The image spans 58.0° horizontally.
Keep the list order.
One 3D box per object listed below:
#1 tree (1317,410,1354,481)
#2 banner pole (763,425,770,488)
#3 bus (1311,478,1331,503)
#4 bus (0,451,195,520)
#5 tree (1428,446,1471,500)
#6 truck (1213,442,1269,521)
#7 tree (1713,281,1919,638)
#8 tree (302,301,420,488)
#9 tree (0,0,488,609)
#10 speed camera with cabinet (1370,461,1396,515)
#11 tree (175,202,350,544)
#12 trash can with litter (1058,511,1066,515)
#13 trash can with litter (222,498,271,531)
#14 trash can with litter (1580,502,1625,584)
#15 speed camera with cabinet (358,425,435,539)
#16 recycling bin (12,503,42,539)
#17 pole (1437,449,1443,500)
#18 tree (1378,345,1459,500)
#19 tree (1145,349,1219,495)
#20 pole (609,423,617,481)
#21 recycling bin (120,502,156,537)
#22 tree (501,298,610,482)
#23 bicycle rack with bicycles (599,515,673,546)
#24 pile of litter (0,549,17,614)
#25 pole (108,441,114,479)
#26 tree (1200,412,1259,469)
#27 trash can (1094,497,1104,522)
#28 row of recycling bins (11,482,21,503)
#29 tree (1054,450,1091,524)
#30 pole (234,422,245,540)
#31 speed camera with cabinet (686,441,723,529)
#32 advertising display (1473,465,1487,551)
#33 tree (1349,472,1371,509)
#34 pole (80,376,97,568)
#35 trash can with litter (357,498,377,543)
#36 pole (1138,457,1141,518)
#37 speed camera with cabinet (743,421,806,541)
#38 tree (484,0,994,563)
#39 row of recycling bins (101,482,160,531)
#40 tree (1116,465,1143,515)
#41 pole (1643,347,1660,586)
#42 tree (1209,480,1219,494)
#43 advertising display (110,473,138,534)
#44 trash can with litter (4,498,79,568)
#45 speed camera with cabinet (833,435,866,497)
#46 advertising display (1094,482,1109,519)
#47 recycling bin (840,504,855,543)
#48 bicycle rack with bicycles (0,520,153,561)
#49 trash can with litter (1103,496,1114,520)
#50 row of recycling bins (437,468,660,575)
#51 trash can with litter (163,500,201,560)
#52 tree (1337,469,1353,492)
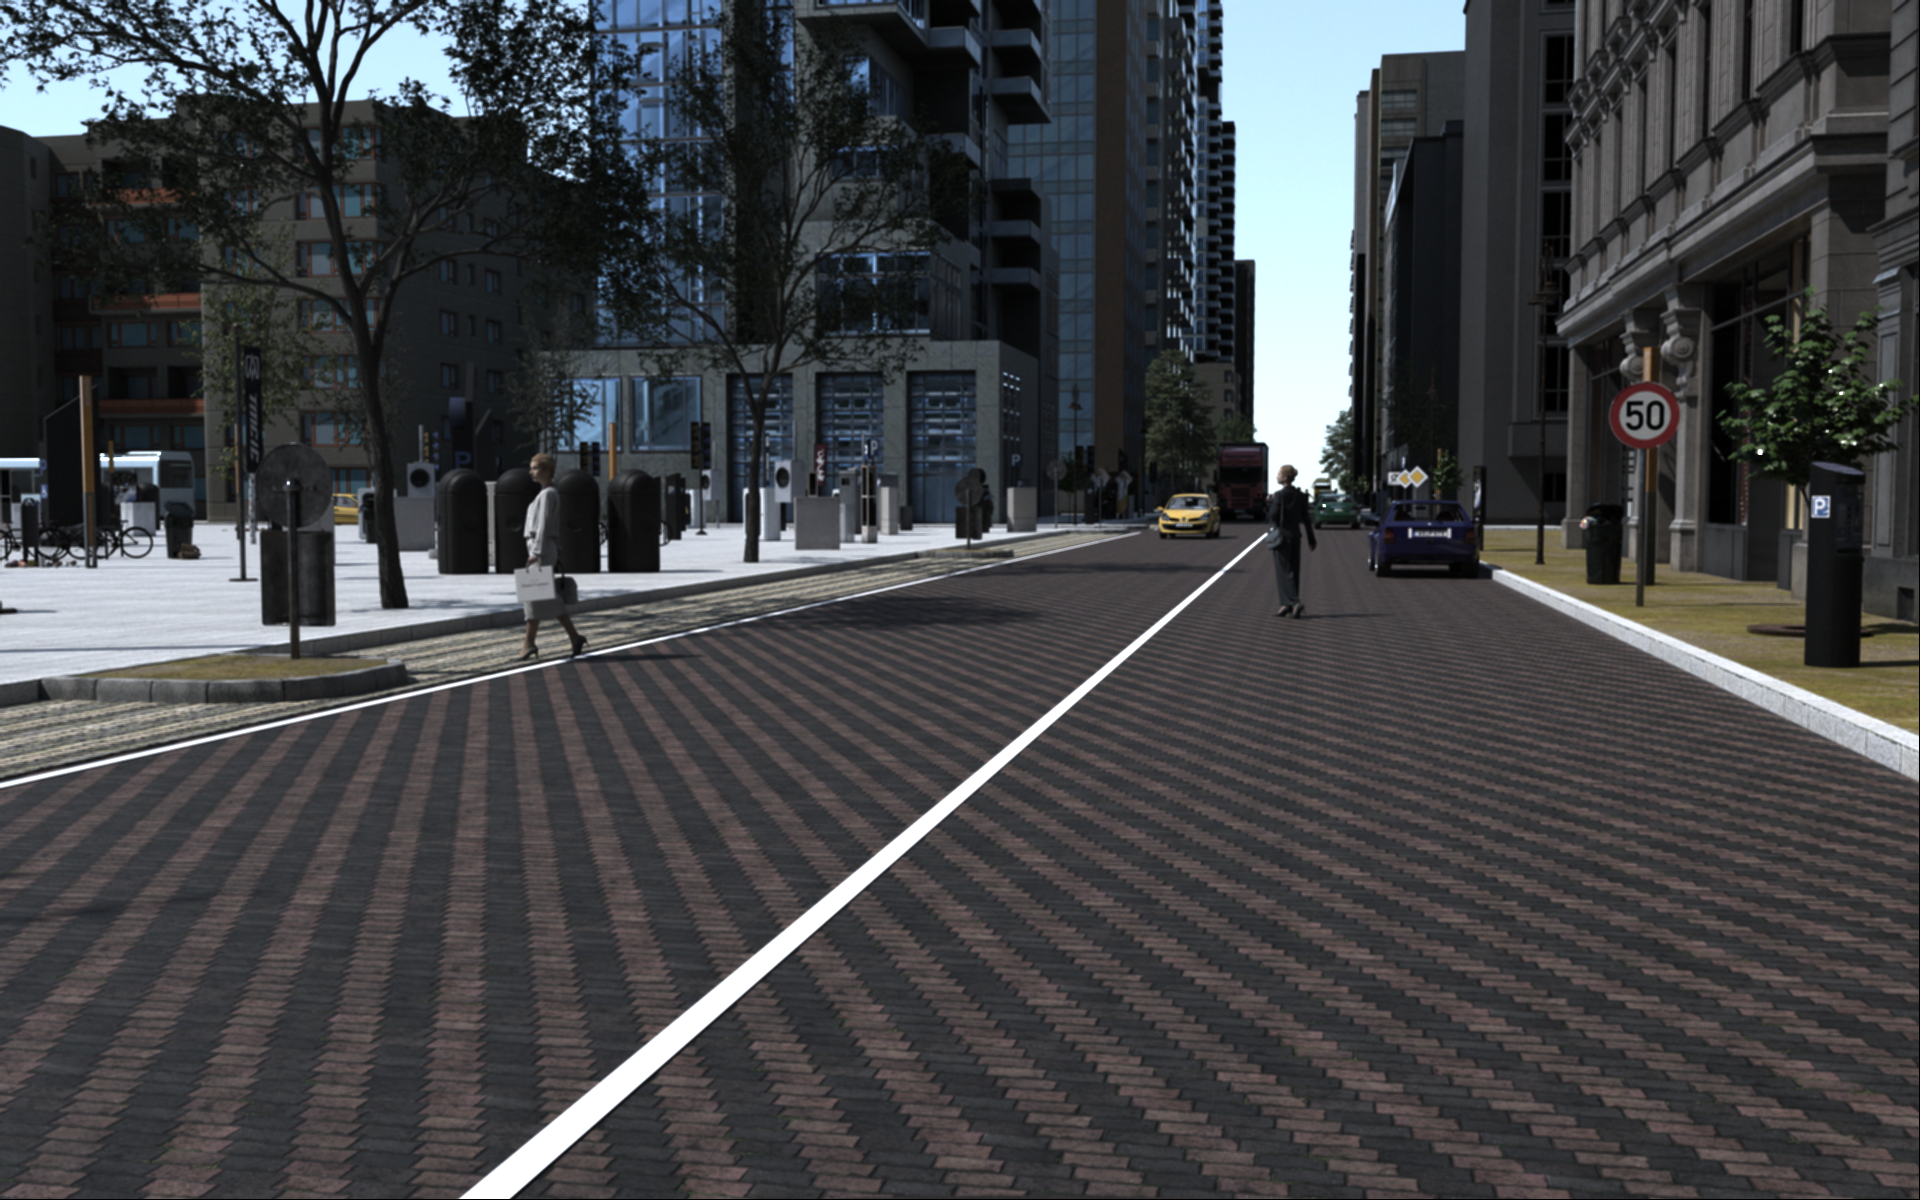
[{"bbox_3d":[52.028,-19.260,233.019,7.486,12.596,7.792,0,3,0],"label":"tree"},{"bbox_3d":[-7.008,-4.445,62.693,0.401,3.779,0.863,-2,4,-24],"label":"banner pole"},{"bbox_3d":[55.790,-16.860,267.205,2.896,3.916,12.252,1,4,10],"label":"bus"},{"bbox_3d":[-40.468,-4.983,76.329,13.247,3.499,2.948,1,4,11],"label":"bus"},{"bbox_3d":[19.359,-4.520,68.507,1.663,3.219,1.824,0,3,0],"label":"tree"},{"bbox_3d":[15.738,-6.555,96.088,2.839,4.237,11.283,1,4,11],"label":"truck"},{"bbox_3d":[7.796,-1.306,15.955,1.663,3.219,1.824,0,3,0],"label":"tree"},{"bbox_3d":[-22.310,-7.032,65.333,4.360,8.622,3.978,0,3,0],"label":"tree"},{"bbox_3d":[-6.651,-5.196,19.371,7.601,10.594,8.767,2,4,30],"label":"tree"},{"bbox_3d":[25.573,-6.751,104.720,0.660,3.252,2.038,-1,4,-16],"label":"speed camera with cabinet"},{"bbox_3d":[-18.119,-5.757,44.481,4.737,8.622,4.395,0,3,0],"label":"tree"},{"bbox_3d":[5.408,-5.853,106.761,2.233,1.210,1.678,2,4,32],"label":"trash can with litter"},{"bbox_3d":[-24.490,-3.000,60.112,2.233,1.210,1.678,1,4,14],"label":"trash can with litter"},{"bbox_3d":[9.159,-0.823,24.843,0.624,1.170,1.055,1,4,13],"label":"trash can with litter"},{"bbox_3d":[-16.077,-3.368,49.402,2.038,3.252,0.660,-1,4,-8],"label":"speed camera with cabinet"},{"bbox_3d":[-26.465,-2.250,49.341,0.722,1.027,0.722,0,4,2],"label":"recycling bin"},{"bbox_3d":[21.566,-5.137,77.835,0.158,3.312,0.155,0,3,0],"label":"pole"},{"bbox_3d":[22.946,-8.333,86.600,4.737,8.622,4.395,0,3,0],"label":"tree"},{"bbox_3d":[16.372,-13.318,135.877,7.486,12.596,7.792,0,3,0],"label":"tree"},{"bbox_3d":[-9.963,-3.421,49.770,0.158,3.312,0.155,0,3,0],"label":"pole"},{"bbox_3d":[-24.782,-2.427,52.235,0.722,1.027,0.722,2,4,34],"label":"recycling bin"},{"bbox_3d":[-14.963,-6.916,63.433,4.360,8.622,3.978,0,3,0],"label":"tree"},{"bbox_3d":[-8.455,-1.818,43.101,2.925,0.926,2.852,1,4,18],"label":"bicycle rack with bicycles"},{"bbox_3d":[-10.758,-0.279,18.527,1.176,0.858,1.719,-2,4,-26],"label":"pile of litter"},{"bbox_3d":[-32.554,-4.443,66.490,0.158,3.312,0.155,0,3,0],"label":"pole"},{"bbox_3d":[34.466,-17.957,219.347,9.928,11.665,9.643,0,3,0],"label":"tree"},{"bbox_3d":[6.188,-4.110,78.850,0.748,1.137,0.748,0,3,0],"label":"trash can"},{"bbox_3d":[-31.668,-2.939,55.170,3.534,1.692,1.069,0,4,1],"label":"row of recycling bins"},{"bbox_3d":[4.863,-4.903,74.773,1.663,3.219,1.824,0,3,0],"label":"tree"},{"bbox_3d":[-20.219,-3.350,48.613,0.158,3.312,0.155,0,3,0],"label":"pole"},{"bbox_3d":[-9.692,-4.303,64.685,0.660,3.252,2.038,-3,5,-43],"label":"speed camera with cabinet"},{"bbox_3d":[11.796,-2.087,39.340,0.123,1.923,0.974,0,4,7],"label":"advertising display"},{"bbox_3d":[34.461,-9.420,148.623,1.663,3.219,1.824,0,3,0],"label":"tree"},{"bbox_3d":[-15.077,-2.209,29.958,0.158,3.312,0.155,0,3,0],"label":"pole"},{"bbox_3d":[-15.229,-2.068,45.207,0.624,1.170,1.055,0,4,3],"label":"trash can with litter"},{"bbox_3d":[9.744,-6.129,94.060,0.158,3.312,0.155,0,3,0],"label":"pole"},{"bbox_3d":[-5.065,-3.228,47.108,2.038,3.252,0.660,3,5,44],"label":"speed camera with cabinet"},{"bbox_3d":[-3.867,-5.958,31.828,8.767,10.594,7.601,-1,4,-12],"label":"tree"},{"bbox_3d":[-29.415,-3.279,60.732,1.069,1.692,3.534,1,4,10],"label":"row of recycling bins"},{"bbox_3d":[10.491,-6.775,105.371,1.663,3.219,1.824,0,3,0],"label":"tree"},{"bbox_3d":[9.612,-1.854,24.160,0.158,3.312,0.155,0,3,0],"label":"pole"},{"bbox_3d":[30.557,-12.802,203.905,1.663,3.219,1.824,0,3,0],"label":"tree"},{"bbox_3d":[-25.510,-2.915,52.866,0.123,1.923,0.974,1,4,19],"label":"advertising display"},{"bbox_3d":[-16.369,-1.219,30.986,1.678,1.210,2.233,0,4,-8],"label":"trash can with litter"},{"bbox_3d":[-3.678,-3.918,58.401,0.660,3.252,2.038,-2,4,-25],"label":"speed camera with cabinet"},{"bbox_3d":[7.373,-5.237,90.839,0.974,1.923,0.123,3,5,43],"label":"advertising display"},{"bbox_3d":[-3.223,-2.030,45.738,0.722,1.027,0.722,1,4,15],"label":"recycling bin"},{"bbox_3d":[-17.616,-1.286,34.402,2.925,0.926,2.852,-1,4,-16],"label":"bicycle rack with bicycles"},{"bbox_3d":[7.391,-4.625,87.010,0.624,1.170,1.055,0,4,-5],"label":"trash can with litter"},{"bbox_3d":[-6.674,-1.288,28.172,3.534,1.692,1.069,-1,4,-11],"label":"row of recycling bins"},{"bbox_3d":[-15.325,-1.401,34.295,0.624,1.170,1.055,-3,5,-45],"label":"trash can with litter"},{"bbox_3d":[50.705,-14.813,225.907,4.285,4.588,4.351,0,3,0],"label":"tree"}]
